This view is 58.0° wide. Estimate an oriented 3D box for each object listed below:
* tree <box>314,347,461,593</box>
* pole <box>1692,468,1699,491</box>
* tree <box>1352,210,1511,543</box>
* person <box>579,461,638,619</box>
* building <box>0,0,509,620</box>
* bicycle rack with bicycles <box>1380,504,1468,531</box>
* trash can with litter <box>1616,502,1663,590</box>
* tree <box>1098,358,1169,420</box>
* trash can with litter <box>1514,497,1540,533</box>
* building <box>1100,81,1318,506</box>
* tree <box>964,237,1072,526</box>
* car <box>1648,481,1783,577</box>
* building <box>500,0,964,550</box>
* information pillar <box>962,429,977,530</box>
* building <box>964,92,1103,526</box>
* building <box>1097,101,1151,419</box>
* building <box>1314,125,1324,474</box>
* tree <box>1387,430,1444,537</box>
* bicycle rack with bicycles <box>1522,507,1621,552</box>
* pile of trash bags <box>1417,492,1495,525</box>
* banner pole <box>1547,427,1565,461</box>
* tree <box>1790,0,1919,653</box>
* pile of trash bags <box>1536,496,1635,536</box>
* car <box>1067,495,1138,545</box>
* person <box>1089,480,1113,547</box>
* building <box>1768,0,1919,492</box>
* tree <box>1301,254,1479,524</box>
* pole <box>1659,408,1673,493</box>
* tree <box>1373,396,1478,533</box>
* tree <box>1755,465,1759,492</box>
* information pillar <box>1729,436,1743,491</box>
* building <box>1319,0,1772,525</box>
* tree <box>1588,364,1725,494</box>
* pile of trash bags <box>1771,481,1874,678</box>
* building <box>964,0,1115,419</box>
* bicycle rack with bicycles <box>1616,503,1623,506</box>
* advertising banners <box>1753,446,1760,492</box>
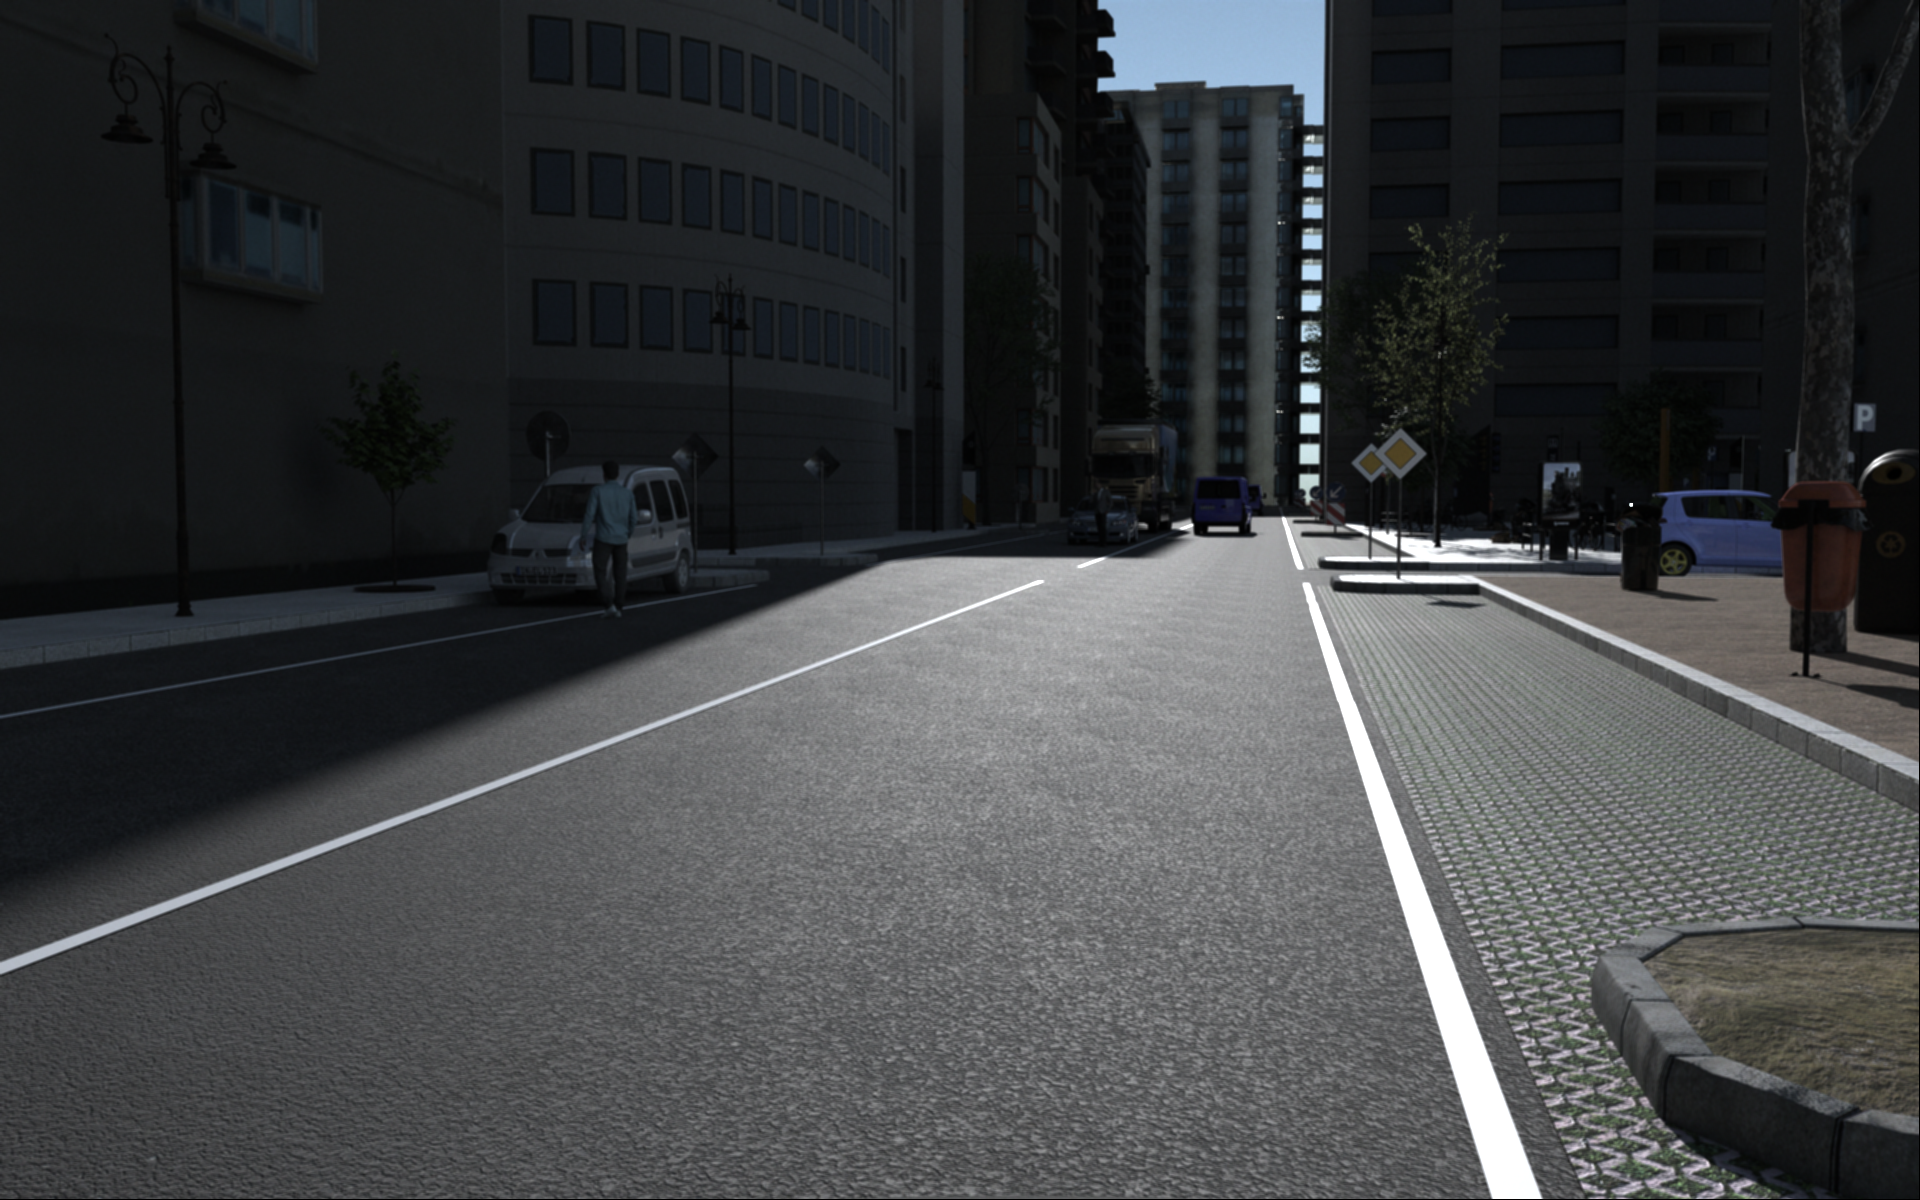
[{"bbox_3d":[-7.366,-1.729,22.875,1.663,3.219,1.824,0,3,0],"label":"tree"},{"bbox_3d":[22.286,-3.586,52.472,0.158,3.312,0.155,0,3,0],"label":"pole"},{"bbox_3d":[12.552,-5.829,45.671,4.360,8.622,3.978,0,3,0],"label":"tree"},{"bbox_3d":[-4.047,-0.707,20.073,0.660,1.820,0.620,-3,4,-36],"label":"person"},{"bbox_3d":[-19.872,-24.195,19.284,21.600,48.544,21.300,1,4,10],"label":"building"},{"bbox_3d":[16.165,-2.933,61.335,2.852,0.926,2.925,-1,4,-19],"label":"bicycle rack with bicycles"},{"bbox_3d":[9.085,-0.731,23.347,0.624,1.170,1.055,1,4,12],"label":"trash can with litter"},{"bbox_3d":[13.899,-13.892,145.257,7.486,12.596,7.792,0,3,0],"label":"tree"},{"bbox_3d":[18.799,-2.791,57.023,1.055,1.170,0.624,-2,4,-28],"label":"trash can with litter"},{"bbox_3d":[25.841,-35.756,204.223,30.456,49.044,23.786,1,4,10],"label":"building"},{"bbox_3d":[0.966,-8.802,69.665,9.928,11.665,9.643,0,3,0],"label":"tree"},{"bbox_3d":[13.400,-1.224,29.601,3.694,1.707,1.945,1,4,11],"label":"car"},{"bbox_3d":[-12.689,-31.133,51.016,21.231,58.520,28.212,1,4,10],"label":"building"},{"bbox_3d":[0.341,-4.358,62.615,0.504,3.616,0.183,1,4,11],"label":"information pillar"},{"bbox_3d":[-7.701,-15.072,91.462,27.650,21.520,28.899,1,4,10],"label":"building"},{"bbox_3d":[6.204,-29.250,170.118,23.993,40.220,32.217,1,4,10],"label":"building"},{"bbox_3d":[55.876,-35.447,199.174,30.456,49.044,23.786,1,4,10],"label":"building"},{"bbox_3d":[13.862,-3.548,52.618,1.663,3.219,1.824,0,3,0],"label":"tree"},{"bbox_3d":[13.918,-1.585,39.291,2.852,0.926,2.925,1,4,13],"label":"bicycle rack with bicycles"},{"bbox_3d":[20.984,-3.878,73.153,1.912,1.369,3.447,-3,5,-42],"label":"pile of trash bags"},{"bbox_3d":[22.269,-4.567,64.695,0.401,3.779,0.863,-3,4,-38],"label":"banner pole"},{"bbox_3d":[6.036,-9.575,12.439,12.611,20.169,13.585,0,3,0],"label":"tree"},{"bbox_3d":[19.931,-2.758,54.841,3.447,1.369,1.912,3,5,42],"label":"pile of trash bags"},{"bbox_3d":[4.179,-2.341,50.283,2.014,1.417,4.499,1,4,10],"label":"car"},{"bbox_3d":[3.816,-2.339,46.923,0.473,1.802,0.592,-3,5,-40],"label":"person"},{"bbox_3d":[75.479,-32.959,162.584,21.600,48.544,21.300,1,4,10],"label":"building"},{"bbox_3d":[18.393,-9.092,74.403,9.928,11.665,9.643,0,3,0],"label":"tree"},{"bbox_3d":[16.726,-2.893,41.136,0.158,3.312,0.155,0,3,0],"label":"pole"},{"bbox_3d":[15.356,-4.502,57.323,4.285,4.588,4.351,0,3,0],"label":"tree"},{"bbox_3d":[44.740,-6.236,96.563,1.663,3.219,1.824,0,3,0],"label":"tree"},{"bbox_3d":[31.128,-4.777,69.462,0.504,3.616,0.183,2,4,35],"label":"information pillar"},{"bbox_3d":[29.688,-33.509,89.867,21.231,58.520,28.212,1,4,10],"label":"building"},{"bbox_3d":[17.636,-3.688,44.006,4.285,4.588,4.351,0,3,0],"label":"tree"},{"bbox_3d":[7.155,-0.100,11.384,3.447,1.369,1.912,3,5,42],"label":"pile of trash bags"},{"bbox_3d":[-0.467,-28.849,126.302,22.147,44.769,28.867,1,4,10],"label":"building"},{"bbox_3d":[28.000,-3.552,71.459,2.852,0.926,2.925,3,4,36],"label":"bicycle rack with bicycles"},{"bbox_3d":[29.343,-4.058,62.541,2.074,3.025,0.090,-3,4,-37],"label":"advertising banners"}]
